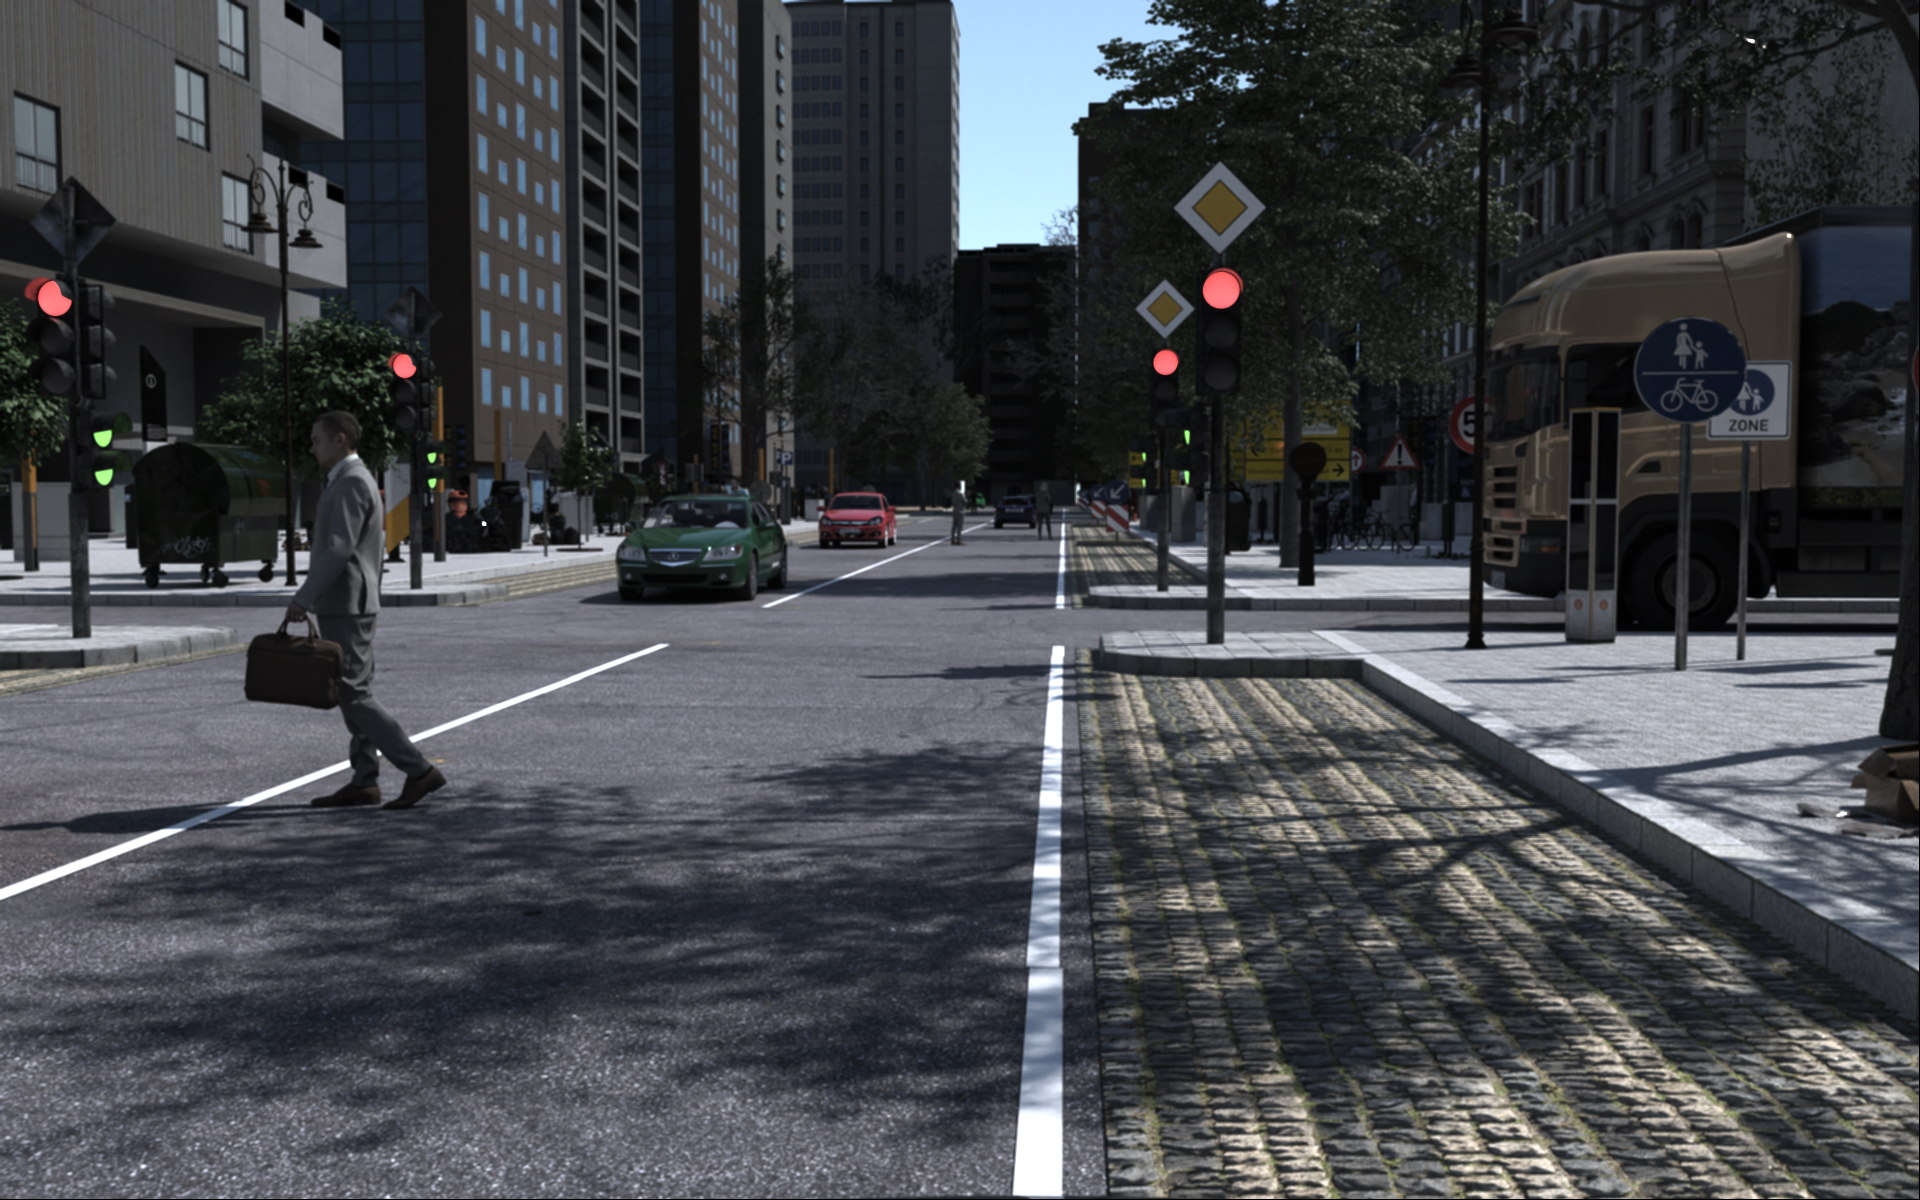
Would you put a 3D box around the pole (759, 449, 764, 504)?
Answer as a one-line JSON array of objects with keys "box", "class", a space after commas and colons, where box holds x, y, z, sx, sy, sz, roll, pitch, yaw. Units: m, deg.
[{"box": [-8.930, -5.132, 77.757, 0.158, 3.312, 0.155, 0, 3, 0], "class": "pole"}]

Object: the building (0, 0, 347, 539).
[{"box": [-35.956, -28.242, 50.995, 28.713, 52.752, 27.495, 0, 4, 3], "class": "building"}]

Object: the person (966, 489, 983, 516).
[{"box": [0.903, -6.470, 114.798, 1.217, 1.766, 0.721, 1, 4, 12], "class": "person"}]

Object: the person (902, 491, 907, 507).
[{"box": [-5.765, -10.461, 180.464, 0.541, 1.710, 0.530, 1, 4, 15], "class": "person"}]

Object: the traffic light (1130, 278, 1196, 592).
[{"box": [2.656, -2.067, 22.721, 0.839, 4.253, 0.868, 0, 4, 3], "class": "traffic light"}]

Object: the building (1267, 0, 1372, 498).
[{"box": [38.029, -50.651, 140.822, 22.319, 86.520, 31.000, 0, 4, 3], "class": "building"}]

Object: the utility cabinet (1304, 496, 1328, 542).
[{"box": [9.700, -2.203, 47.175, 0.306, 1.237, 1.020, -1, 4, -10], "class": "utility cabinet"}]

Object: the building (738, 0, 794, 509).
[{"box": [-26.625, -32.229, 150.648, 21.600, 48.544, 21.300, 0, 4, 3], "class": "building"}]

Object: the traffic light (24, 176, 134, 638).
[{"box": [-7.820, -1.616, 15.336, 0.839, 4.253, 0.868, 0, 4, 3], "class": "traffic light"}]

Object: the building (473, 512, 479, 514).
[{"box": [-27.212, -26.312, 80.315, 14.600, 45.320, 14.200, 0, 4, 3], "class": "building"}]

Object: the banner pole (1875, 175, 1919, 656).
[{"box": [7.703, -1.440, 13.567, 0.863, 3.779, 0.401, 3, 5, 43], "class": "banner pole"}]

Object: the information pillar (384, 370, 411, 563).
[{"box": [-10.538, -2.510, 32.399, 0.504, 3.616, 0.183, -3, 4, -38], "class": "information pillar"}]

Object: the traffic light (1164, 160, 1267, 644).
[{"box": [2.174, -1.580, 14.750, 0.839, 4.253, 0.868, 0, 4, 3], "class": "traffic light"}]

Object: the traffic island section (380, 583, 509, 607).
[{"box": [-7.378, -0.071, 23.444, 2.009, 0.180, 2.903, 0, 4, 3], "class": "traffic island section"}]

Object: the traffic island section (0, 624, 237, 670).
[{"box": [-7.860, 0.416, 15.473, 2.009, 0.180, 2.903, 0, 4, 3], "class": "traffic island section"}]

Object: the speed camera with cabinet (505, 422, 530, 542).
[{"box": [-11.962, -3.211, 46.831, 0.660, 3.252, 2.038, -1, 4, -15], "class": "speed camera with cabinet"}]

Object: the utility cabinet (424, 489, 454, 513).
[{"box": [-21.814, -3.910, 72.615, 1.173, 1.500, 0.318, 0, 4, 2], "class": "utility cabinet"}]

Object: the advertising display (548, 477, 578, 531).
[{"box": [-13.690, -3.337, 59.769, 0.974, 1.923, 0.123, -1, 4, -10], "class": "advertising display"}]

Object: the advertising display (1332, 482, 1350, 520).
[{"box": [18.633, -4.847, 84.467, 0.974, 1.923, 0.123, 0, 4, 6], "class": "advertising display"}]

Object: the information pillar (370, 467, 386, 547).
[{"box": [-14.000, -2.267, 41.549, 0.304, 2.012, 0.304, 2, 4, 23], "class": "information pillar"}]

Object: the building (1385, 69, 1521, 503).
[{"box": [29.554, -14.845, 84.513, 13.314, 21.916, 24.055, 0, 4, 3], "class": "building"}]

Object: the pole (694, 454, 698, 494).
[{"box": [-13.536, -5.814, 88.899, 0.158, 3.312, 0.155, 0, 3, 0], "class": "pole"}]

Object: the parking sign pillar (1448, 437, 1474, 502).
[{"box": [17.227, -4.291, 58.634, 1.447, 3.967, 1.447, 3, 5, 45], "class": "parking sign pillar"}]

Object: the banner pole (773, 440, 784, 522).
[{"box": [-8.842, -5.741, 83.876, 0.401, 3.779, 0.863, 2, 4, 27], "class": "banner pole"}]

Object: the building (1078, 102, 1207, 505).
[{"box": [20.797, -33.708, 201.233, 14.200, 45.320, 14.600, 0, 4, 3], "class": "building"}]

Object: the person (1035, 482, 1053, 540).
[{"box": [2.628, -2.805, 54.544, 0.537, 1.800, 0.526, 2, 4, 34], "class": "person"}]

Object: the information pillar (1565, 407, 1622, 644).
[{"box": [5.446, -0.637, 14.908, 0.304, 2.012, 0.304, -2, 4, -25], "class": "information pillar"}]

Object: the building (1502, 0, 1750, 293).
[{"box": [28.523, -16.687, 60.226, 14.401, 28.519, 23.554, 0, 4, 3], "class": "building"}]

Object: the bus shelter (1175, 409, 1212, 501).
[{"box": [9.824, -5.669, 70.316, 2.179, 5.291, 8.768, 0, 4, 4], "class": "bus shelter"}]

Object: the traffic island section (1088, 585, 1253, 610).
[{"box": [2.695, -0.034, 22.832, 2.009, 0.180, 2.903, 0, 4, 3], "class": "traffic island section"}]

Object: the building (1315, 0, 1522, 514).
[{"box": [40.475, -25.814, 113.939, 32.217, 40.220, 23.993, 0, 4, 3], "class": "building"}]

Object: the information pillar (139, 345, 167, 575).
[{"box": [-12.756, -2.207, 27.437, 0.183, 3.616, 0.504, 1, 4, 15], "class": "information pillar"}]

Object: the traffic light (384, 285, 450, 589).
[{"box": [-7.338, -2.103, 23.307, 0.839, 4.253, 0.868, 0, 4, 3], "class": "traffic light"}]

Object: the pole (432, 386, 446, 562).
[{"box": [-9.867, -2.380, 32.761, 0.158, 3.312, 0.155, 0, 3, 0], "class": "pole"}]

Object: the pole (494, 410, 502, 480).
[{"box": [-11.167, -2.938, 41.881, 0.158, 3.312, 0.155, 0, 3, 0], "class": "pole"}]

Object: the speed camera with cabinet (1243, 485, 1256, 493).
[{"box": [12.498, -4.952, 75.305, 0.660, 3.252, 2.038, 1, 4, 23], "class": "speed camera with cabinet"}]

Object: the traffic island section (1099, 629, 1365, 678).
[{"box": [2.213, 0.454, 14.862, 2.009, 0.180, 2.903, 0, 4, 3], "class": "traffic island section"}]

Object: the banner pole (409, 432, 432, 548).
[{"box": [-12.607, -3.105, 40.780, 0.863, 3.779, 0.401, 1, 4, 20], "class": "banner pole"}]

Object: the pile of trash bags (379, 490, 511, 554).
[{"box": [-11.659, -1.755, 38.440, 3.447, 1.369, 1.912, 2, 4, 24], "class": "pile of trash bags"}]

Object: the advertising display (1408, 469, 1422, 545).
[{"box": [11.498, -2.358, 43.769, 0.123, 1.923, 0.974, 0, 4, 3], "class": "advertising display"}]

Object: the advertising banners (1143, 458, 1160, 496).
[{"box": [7.875, -4.502, 69.787, 0.090, 3.025, 2.074, -1, 4, -23], "class": "advertising banners"}]

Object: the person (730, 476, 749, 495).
[{"box": [-4.607, -1.724, 36.715, 0.660, 1.820, 0.620, 3, 4, 36], "class": "person"}]

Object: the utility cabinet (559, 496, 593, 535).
[{"box": [-12.096, -2.653, 54.541, 1.020, 1.237, 0.306, -2, 4, -30], "class": "utility cabinet"}]

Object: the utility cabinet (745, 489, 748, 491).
[{"box": [-9.440, -4.163, 76.736, 0.318, 1.500, 1.173, 1, 4, 23], "class": "utility cabinet"}]

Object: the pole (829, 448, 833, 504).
[{"box": [-5.669, -5.041, 76.258, 0.158, 3.312, 0.155, 0, 3, 0], "class": "pole"}]

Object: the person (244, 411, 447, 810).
[{"box": [-2.808, 0.043, 7.918, 0.853, 1.813, 0.709, -1, 4, -19], "class": "person"}]

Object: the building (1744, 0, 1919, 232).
[{"box": [28.642, -11.306, 39.604, 16.860, 20.320, 10.420, 0, 4, 3], "class": "building"}]

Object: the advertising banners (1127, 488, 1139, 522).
[{"box": [8.100, -5.138, 80.196, 0.090, 3.025, 2.074, 2, 4, 25], "class": "advertising banners"}]

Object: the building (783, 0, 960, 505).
[{"box": [-14.244, -40.636, 206.398, 28.212, 58.520, 21.231, 0, 4, 3], "class": "building"}]

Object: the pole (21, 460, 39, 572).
[{"box": [-15.397, -2.128, 28.635, 0.158, 3.312, 0.155, 0, 3, 0], "class": "pole"}]

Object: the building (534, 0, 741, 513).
[{"box": [-24.403, -29.193, 127.410, 14.600, 45.320, 14.200, 0, 4, 3], "class": "building"}]

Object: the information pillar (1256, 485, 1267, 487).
[{"box": [11.827, -3.882, 67.958, 0.304, 2.012, 0.304, -1, 4, -22], "class": "information pillar"}]

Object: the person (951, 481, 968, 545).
[{"box": [0.002, -2.446, 48.665, 0.511, 1.800, 0.466, 3, 5, 42], "class": "person"}]

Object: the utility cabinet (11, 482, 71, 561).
[{"box": [-17.222, -1.471, 32.737, 1.173, 1.500, 0.318, 0, 4, -5], "class": "utility cabinet"}]

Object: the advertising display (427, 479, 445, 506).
[{"box": [-19.038, -3.532, 62.963, 0.123, 1.923, 0.974, 1, 4, 16], "class": "advertising display"}]

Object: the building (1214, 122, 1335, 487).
[{"box": [42.524, -33.589, 203.797, 28.867, 44.769, 22.147, 0, 4, 3], "class": "building"}]

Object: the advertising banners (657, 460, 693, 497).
[{"box": [-14.655, -5.715, 89.623, 2.074, 3.025, 0.090, -2, 4, -30], "class": "advertising banners"}]

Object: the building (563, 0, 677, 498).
[{"box": [-29.316, -41.056, 109.511, 20.563, 71.187, 20.611, 0, 4, 3], "class": "building"}]

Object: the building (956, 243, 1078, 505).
[{"box": [6.679, -26.362, 202.712, 14.107, 30.474, 14.160, 0, 4, 3], "class": "building"}]
